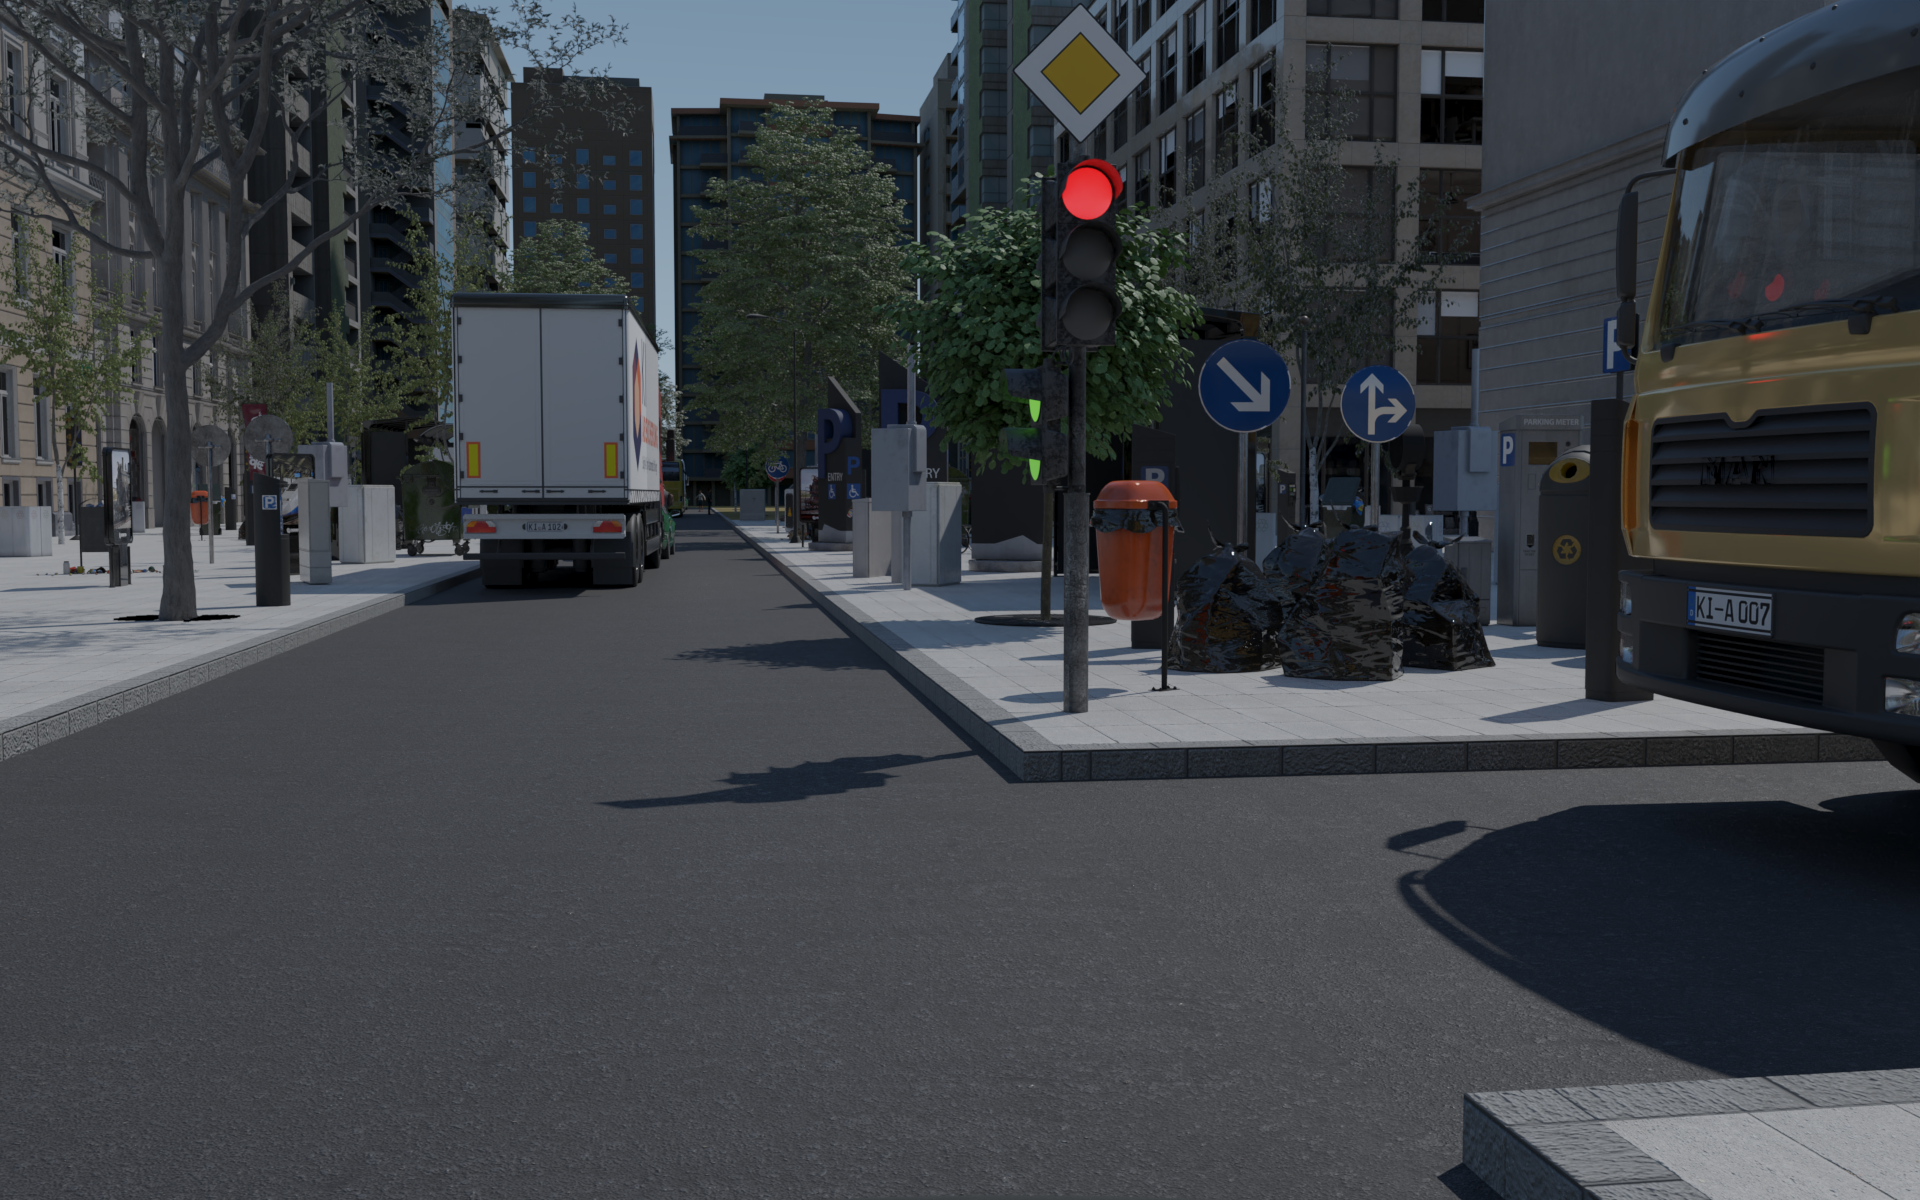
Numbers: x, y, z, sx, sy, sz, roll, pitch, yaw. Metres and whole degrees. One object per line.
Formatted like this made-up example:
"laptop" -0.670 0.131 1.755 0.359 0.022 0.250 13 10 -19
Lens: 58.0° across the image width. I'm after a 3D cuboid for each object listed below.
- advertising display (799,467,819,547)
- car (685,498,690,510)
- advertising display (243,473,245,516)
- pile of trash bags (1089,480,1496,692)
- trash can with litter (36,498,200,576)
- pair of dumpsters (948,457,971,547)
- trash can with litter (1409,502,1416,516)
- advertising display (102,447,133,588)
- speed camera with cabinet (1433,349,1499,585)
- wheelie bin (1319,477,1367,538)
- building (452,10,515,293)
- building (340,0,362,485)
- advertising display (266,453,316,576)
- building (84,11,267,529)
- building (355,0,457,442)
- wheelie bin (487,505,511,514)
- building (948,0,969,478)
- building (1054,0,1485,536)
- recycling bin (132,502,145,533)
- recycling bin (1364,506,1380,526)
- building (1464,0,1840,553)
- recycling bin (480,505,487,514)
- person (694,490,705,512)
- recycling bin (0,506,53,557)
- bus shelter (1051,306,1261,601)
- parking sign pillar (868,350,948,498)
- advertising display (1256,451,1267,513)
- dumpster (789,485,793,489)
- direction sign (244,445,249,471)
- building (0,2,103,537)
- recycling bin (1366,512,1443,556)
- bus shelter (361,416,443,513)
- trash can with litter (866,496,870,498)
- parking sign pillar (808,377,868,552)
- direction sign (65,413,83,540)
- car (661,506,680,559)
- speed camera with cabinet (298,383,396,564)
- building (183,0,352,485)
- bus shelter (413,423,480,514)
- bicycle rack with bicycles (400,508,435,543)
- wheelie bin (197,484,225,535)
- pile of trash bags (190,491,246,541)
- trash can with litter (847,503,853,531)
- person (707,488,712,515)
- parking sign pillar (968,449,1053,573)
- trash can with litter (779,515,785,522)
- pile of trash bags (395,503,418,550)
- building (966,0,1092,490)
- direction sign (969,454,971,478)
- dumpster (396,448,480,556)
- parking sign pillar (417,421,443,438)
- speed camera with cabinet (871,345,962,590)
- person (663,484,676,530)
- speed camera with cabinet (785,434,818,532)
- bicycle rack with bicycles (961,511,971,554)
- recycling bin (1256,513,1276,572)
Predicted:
"advertising display" -3.379 -2.229 41.663 0.974 1.923 0.123 1 4 10
"car" -25.565 -8.873 156.865 2.131 1.459 4.920 -1 4 -9
"advertising display" -20.714 -2.818 51.287 0.974 1.923 0.123 0 4 2
"pile of trash bags" 2.231 -0.162 12.402 3.447 1.369 1.912 -3 5 -42
"trash can with litter" -13.538 -1.034 27.962 2.233 1.210 1.678 -1 4 -12
"pair of dumpsters" -0.694 -2.524 43.763 1.574 2.255 4.437 -1 4 -9
"trash can with litter" 13.420 -2.434 50.848 1.678 1.210 2.233 2 4 25
"advertising display" -11.693 -1.153 24.068 0.123 1.923 0.974 -1 4 -11
"speed camera with cabinet" 7.593 -1.822 24.134 2.038 3.252 0.660 -1 4 -23
"wheelie bin" 7.268 -1.526 32.866 0.980 1.594 0.693 3 4 39
"building" -61.576 -36.703 189.327 27.495 52.752 28.713 -1 4 -9
"building" -45.157 -40.624 102.461 20.563 71.187 20.611 -1 4 -9
"advertising display" -10.534 -1.352 27.318 0.123 1.923 0.974 1 4 20
"building" -36.321 -13.739 66.430 13.314 21.916 24.055 -1 4 -9
"building" -47.290 -29.604 134.133 14.200 45.320 14.600 -1 4 -9
"wheelie bin" -15.397 -3.047 57.719 0.980 1.594 0.693 1 4 11
"building" 7.599 -50.121 132.153 22.319 86.520 31.000 -1 4 -9
"building" 16.724 -16.289 70.835 19.350 26.468 34.151 -1 4 -9
"recycling bin" -27.487 -2.749 57.506 0.722 1.027 0.722 -2 4 -29
"recycling bin" 8.735 -1.551 37.920 0.722 1.027 0.722 0 4 -6
"building" 23.840 -11.764 34.138 24.055 21.916 13.314 -1 4 -9
"recycling bin" -17.828 -3.166 64.312 0.722 1.027 0.722 0 4 3
"person" -21.104 -8.030 140.572 1.217 1.735 0.721 2 4 34
"recycling bin" -19.172 -1.405 35.525 0.722 1.027 0.722 1 4 10
"bus shelter" 2.393 -1.995 23.903 1.731 3.624 6.357 -1 4 -9
"parking sign pillar" -0.874 -2.683 32.346 1.447 3.967 1.447 0 4 3
"advertising display" 4.147 -1.256 25.745 0.974 1.923 0.123 -2 4 -32
"dumpster" -7.541 -4.692 82.474 1.264 1.857 1.865 -1 4 -9
"direction sign" -26.544 -4.479 65.228 0.379 3.537 0.876 2 4 32
"building" -32.372 -15.818 44.523 13.634 28.700 20.117 -1 4 -9
"recycling bin" 5.342 -0.501 20.745 0.722 1.027 0.722 2 4 28
"bus shelter" -17.477 -3.883 54.763 1.731 3.624 6.357 -1 4 -9
"trash can with litter" -2.799 -2.583 53.296 1.678 1.210 2.233 -2 4 -28
"parking sign pillar" -2.729 -3.104 39.230 1.447 3.967 1.447 -2 4 -33
"direction sign" -24.592 -3.433 48.126 0.876 3.537 0.379 3 4 38
"car" -7.473 -1.692 39.462 2.131 1.459 4.920 0 4 -7
"speed camera with cabinet" -11.163 -2.277 31.567 0.660 3.252 2.038 1 4 18
"building" -39.447 -19.287 87.049 14.160 30.474 14.107 -1 4 -9
"bus shelter" -15.018 -3.571 52.304 2.014 3.302 5.546 -1 4 -9
"bicycle rack with bicycles" -15.125 -1.987 45.869 2.925 0.926 2.852 1 4 9
"wheelie bin" -23.477 -2.824 54.084 0.980 1.594 0.693 -2 4 -29
"pile of trash bags" -19.719 -2.367 48.456 3.447 1.369 1.912 -2 4 -28
"trash can with litter" -2.139 -1.596 37.485 0.624 1.170 1.055 0 4 -5
"person" -17.326 -6.818 120.002 0.705 1.821 1.348 -1 4 -10
"parking sign pillar" 0.862 -2.471 28.870 1.447 3.967 1.447 1 4 22
"trash can with litter" -7.949 -4.232 80.585 1.055 1.170 0.624 1 4 13
"pile of trash bags" -13.687 -1.813 39.392 1.912 1.369 3.447 0 4 3
"building" 7.214 -26.103 110.382 14.154 41.232 14.086 -1 4 -9
"direction sign" 0.781 -5.512 82.114 0.876 3.537 0.379 -3 4 -37
"dumpster" -10.959 -2.075 36.426 1.502 2.255 1.985 -1 4 -9
"parking sign pillar" -19.623 -4.600 63.688 1.447 3.967 1.447 -1 4 -10
"speed camera with cabinet" -0.585 -1.805 23.854 0.660 3.252 2.038 1 4 20
"person" -11.558 -3.627 67.762 0.822 1.834 0.622 1 4 9
"speed camera with cabinet" -5.225 -3.883 57.824 0.660 3.252 2.038 -2 4 -28
"bicycle rack with bicycles" 0.910 -1.477 37.531 2.852 0.926 2.925 -2 4 -31
"recycling bin" 3.803 -0.659 23.322 0.722 1.027 0.722 0 4 -6
